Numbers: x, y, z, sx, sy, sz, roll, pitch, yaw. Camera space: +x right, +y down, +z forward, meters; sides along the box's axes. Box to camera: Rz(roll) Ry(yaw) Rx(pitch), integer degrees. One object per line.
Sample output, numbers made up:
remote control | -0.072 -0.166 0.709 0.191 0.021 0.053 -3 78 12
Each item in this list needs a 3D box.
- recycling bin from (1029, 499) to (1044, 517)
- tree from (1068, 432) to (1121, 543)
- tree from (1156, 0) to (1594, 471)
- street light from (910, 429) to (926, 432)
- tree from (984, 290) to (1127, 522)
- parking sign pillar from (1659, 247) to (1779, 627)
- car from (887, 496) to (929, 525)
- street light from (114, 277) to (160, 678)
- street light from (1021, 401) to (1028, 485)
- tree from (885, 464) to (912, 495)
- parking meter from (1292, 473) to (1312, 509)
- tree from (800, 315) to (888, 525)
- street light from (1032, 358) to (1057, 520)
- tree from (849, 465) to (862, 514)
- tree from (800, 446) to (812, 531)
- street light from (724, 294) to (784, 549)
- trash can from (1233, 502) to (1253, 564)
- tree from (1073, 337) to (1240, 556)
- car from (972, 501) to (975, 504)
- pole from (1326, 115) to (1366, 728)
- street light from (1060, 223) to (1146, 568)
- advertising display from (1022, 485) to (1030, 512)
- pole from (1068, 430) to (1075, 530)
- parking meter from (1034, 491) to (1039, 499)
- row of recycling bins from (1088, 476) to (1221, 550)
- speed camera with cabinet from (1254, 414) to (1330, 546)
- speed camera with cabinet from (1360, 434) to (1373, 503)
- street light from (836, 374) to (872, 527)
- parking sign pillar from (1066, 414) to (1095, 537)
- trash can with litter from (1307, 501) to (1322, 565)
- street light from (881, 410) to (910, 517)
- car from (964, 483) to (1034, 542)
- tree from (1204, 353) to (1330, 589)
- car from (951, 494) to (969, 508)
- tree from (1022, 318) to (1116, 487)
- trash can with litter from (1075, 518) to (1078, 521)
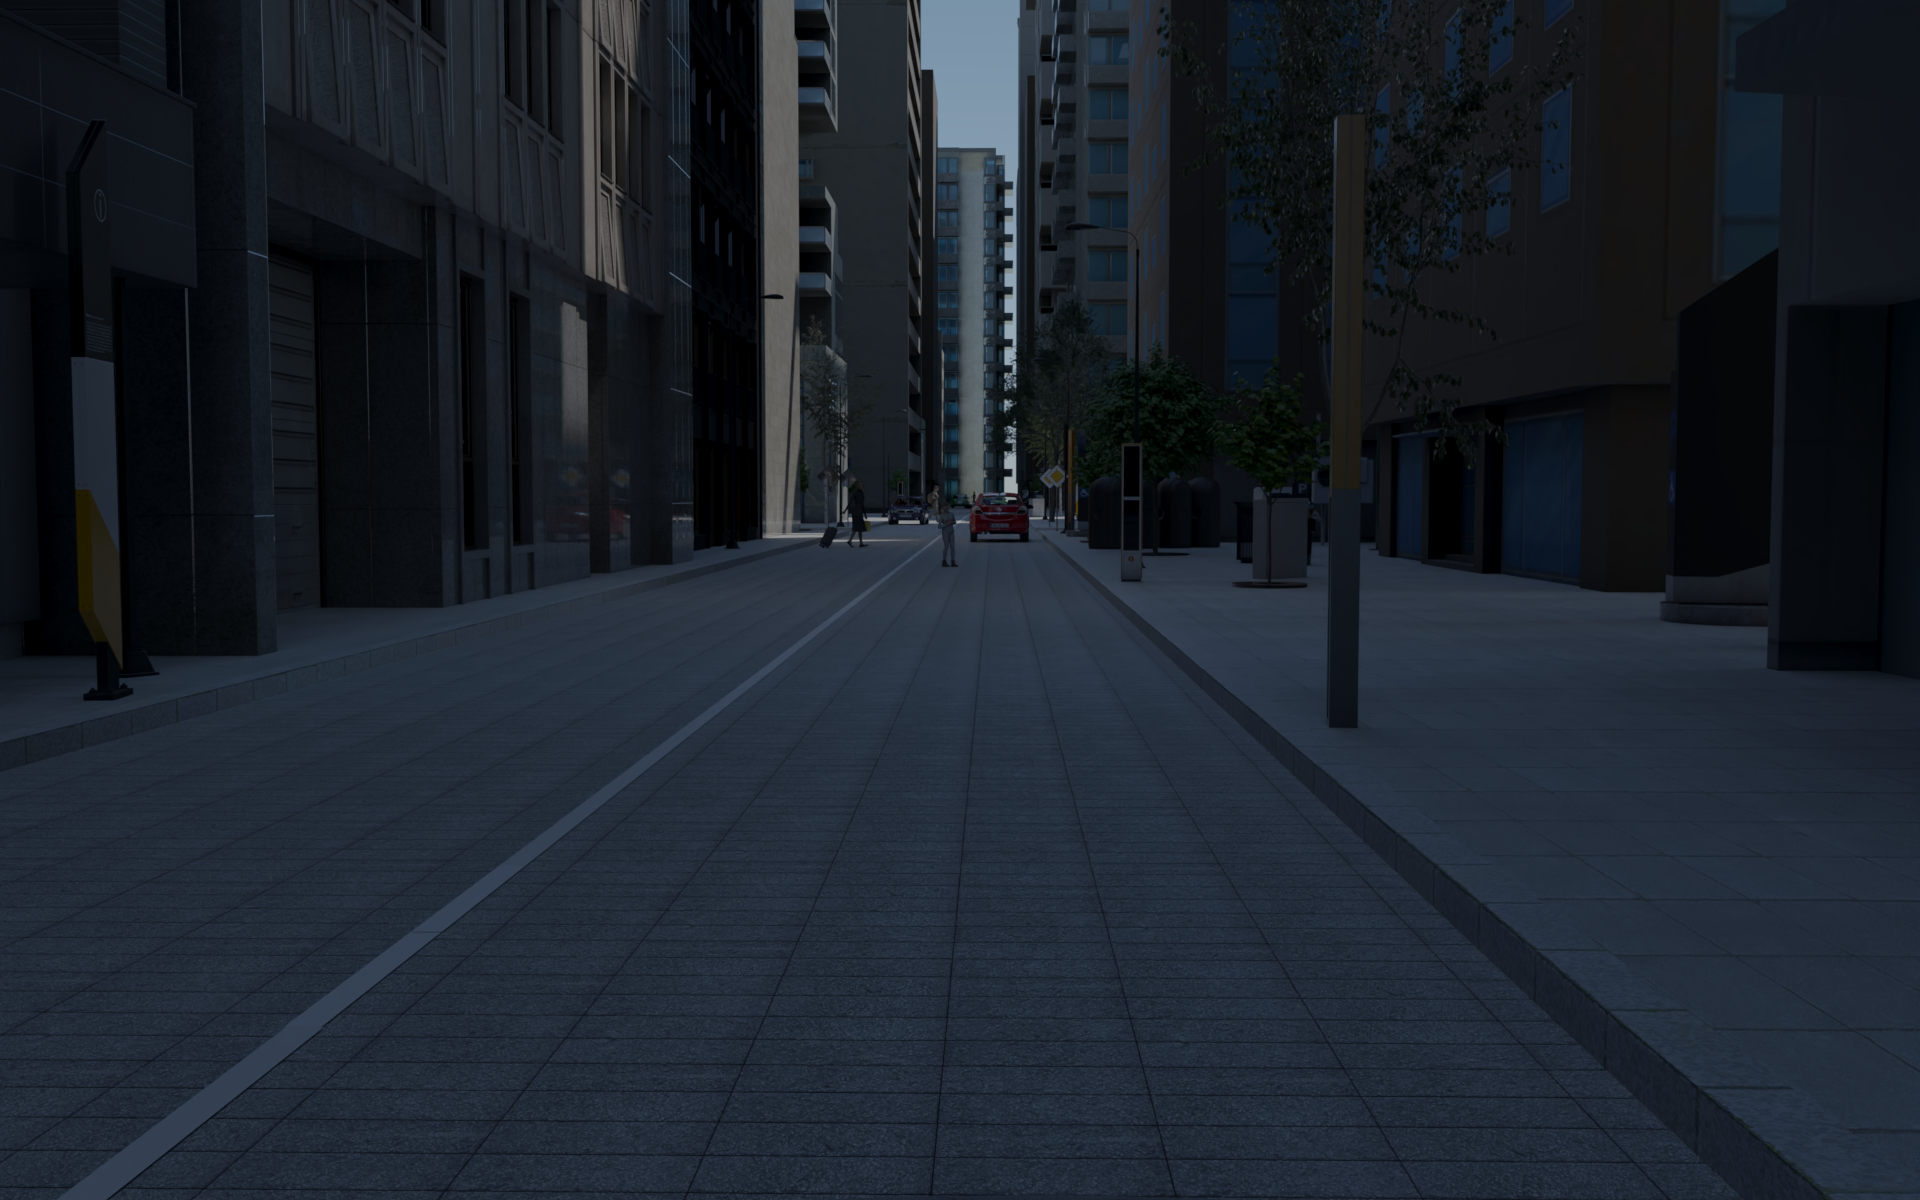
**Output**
recycling bin | 4.239 -5.069 95.430 0.722 1.027 0.722 -1 4 -17
tree | 3.623 -3.128 45.750 1.663 3.219 1.824 0 3 0
tree | 3.948 -4.108 17.521 4.360 8.622 3.978 0 3 0
street light | -3.089 -9.220 123.293 1.470 5.913 1.316 0 4 1
tree | 4.511 -8.847 79.063 7.601 10.594 8.767 1 4 22
parking sign pillar | 7.828 -1.765 17.336 1.447 3.967 1.447 1 4 12
car | -2.413 -4.232 81.769 1.945 1.354 3.894 0 4 3
street light | -5.319 -2.416 12.045 1.470 5.913 1.316 0 4 1
street light | 3.704 -6.946 86.104 1.470 5.913 1.316 0 4 1
tree | -4.080 -7.196 112.249 1.663 3.219 1.824 0 3 0
parking meter | 7.013 -1.826 35.567 0.399 1.863 0.255 1 4 10
tree | -5.346 -7.449 72.151 4.360 8.622 3.978 0 3 0
street light | 3.152 -5.303 59.249 1.470 5.913 1.316 0 4 1
tree | -7.196 -7.229 112.802 1.663 3.219 1.824 0 3 0
tree | -5.709 -4.051 60.828 1.663 3.219 1.824 0 3 0
street light | -4.790 -4.148 40.364 1.470 5.913 1.316 0 4 1
trash can | 5.441 -1.254 32.152 0.748 1.137 0.748 0 3 0
tree | 4.058 -3.226 36.462 4.285 4.588 4.351 0 3 0
car | 1.669 -4.938 92.534 2.131 1.459 4.920 0 4 3
pole | 2.110 -0.956 9.472 0.158 3.312 0.155 0 3 0
street light | 2.499 -3.502 29.804 1.470 5.913 1.316 0 4 1
advertising display | 4.562 -6.993 119.541 0.123 1.923 0.974 -2 4 -26
pole | 3.539 -3.741 55.007 0.158 3.312 0.155 0 3 0
parking meter | 5.917 -7.655 133.568 0.372 1.533 0.369 0 3 0
row of recycling bins | 4.672 -2.075 41.043 3.534 1.692 1.069 -2 4 -28
speed camera with cabinet | 8.224 -2.936 42.334 2.038 3.252 0.660 -1 4 -16
speed camera with cabinet | 10.837 -3.042 44.073 2.038 3.252 0.660 0 4 6
street light | -4.108 -5.799 67.355 1.470 5.913 1.316 0 4 1
parking sign pillar | 3.929 -3.902 52.272 1.447 3.967 1.447 1 4 20
trash can with litter | 5.899 -1.203 31.064 1.055 1.170 0.624 -1 4 -22
street light | -3.658 -7.524 95.564 1.470 5.913 1.316 0 4 1
car | 1.196 -2.696 53.119 2.155 1.783 4.494 0 4 1
tree | 4.411 -1.788 23.835 1.663 3.219 1.824 0 3 0
car | 0.022 -10.286 176.972 1.959 1.807 4.718 0 4 2
tree | 4.801 -7.423 71.728 4.360 8.622 3.978 0 3 0
trash can with litter | 6.105 -4.406 83.089 1.678 1.210 2.233 -2 4 -31
